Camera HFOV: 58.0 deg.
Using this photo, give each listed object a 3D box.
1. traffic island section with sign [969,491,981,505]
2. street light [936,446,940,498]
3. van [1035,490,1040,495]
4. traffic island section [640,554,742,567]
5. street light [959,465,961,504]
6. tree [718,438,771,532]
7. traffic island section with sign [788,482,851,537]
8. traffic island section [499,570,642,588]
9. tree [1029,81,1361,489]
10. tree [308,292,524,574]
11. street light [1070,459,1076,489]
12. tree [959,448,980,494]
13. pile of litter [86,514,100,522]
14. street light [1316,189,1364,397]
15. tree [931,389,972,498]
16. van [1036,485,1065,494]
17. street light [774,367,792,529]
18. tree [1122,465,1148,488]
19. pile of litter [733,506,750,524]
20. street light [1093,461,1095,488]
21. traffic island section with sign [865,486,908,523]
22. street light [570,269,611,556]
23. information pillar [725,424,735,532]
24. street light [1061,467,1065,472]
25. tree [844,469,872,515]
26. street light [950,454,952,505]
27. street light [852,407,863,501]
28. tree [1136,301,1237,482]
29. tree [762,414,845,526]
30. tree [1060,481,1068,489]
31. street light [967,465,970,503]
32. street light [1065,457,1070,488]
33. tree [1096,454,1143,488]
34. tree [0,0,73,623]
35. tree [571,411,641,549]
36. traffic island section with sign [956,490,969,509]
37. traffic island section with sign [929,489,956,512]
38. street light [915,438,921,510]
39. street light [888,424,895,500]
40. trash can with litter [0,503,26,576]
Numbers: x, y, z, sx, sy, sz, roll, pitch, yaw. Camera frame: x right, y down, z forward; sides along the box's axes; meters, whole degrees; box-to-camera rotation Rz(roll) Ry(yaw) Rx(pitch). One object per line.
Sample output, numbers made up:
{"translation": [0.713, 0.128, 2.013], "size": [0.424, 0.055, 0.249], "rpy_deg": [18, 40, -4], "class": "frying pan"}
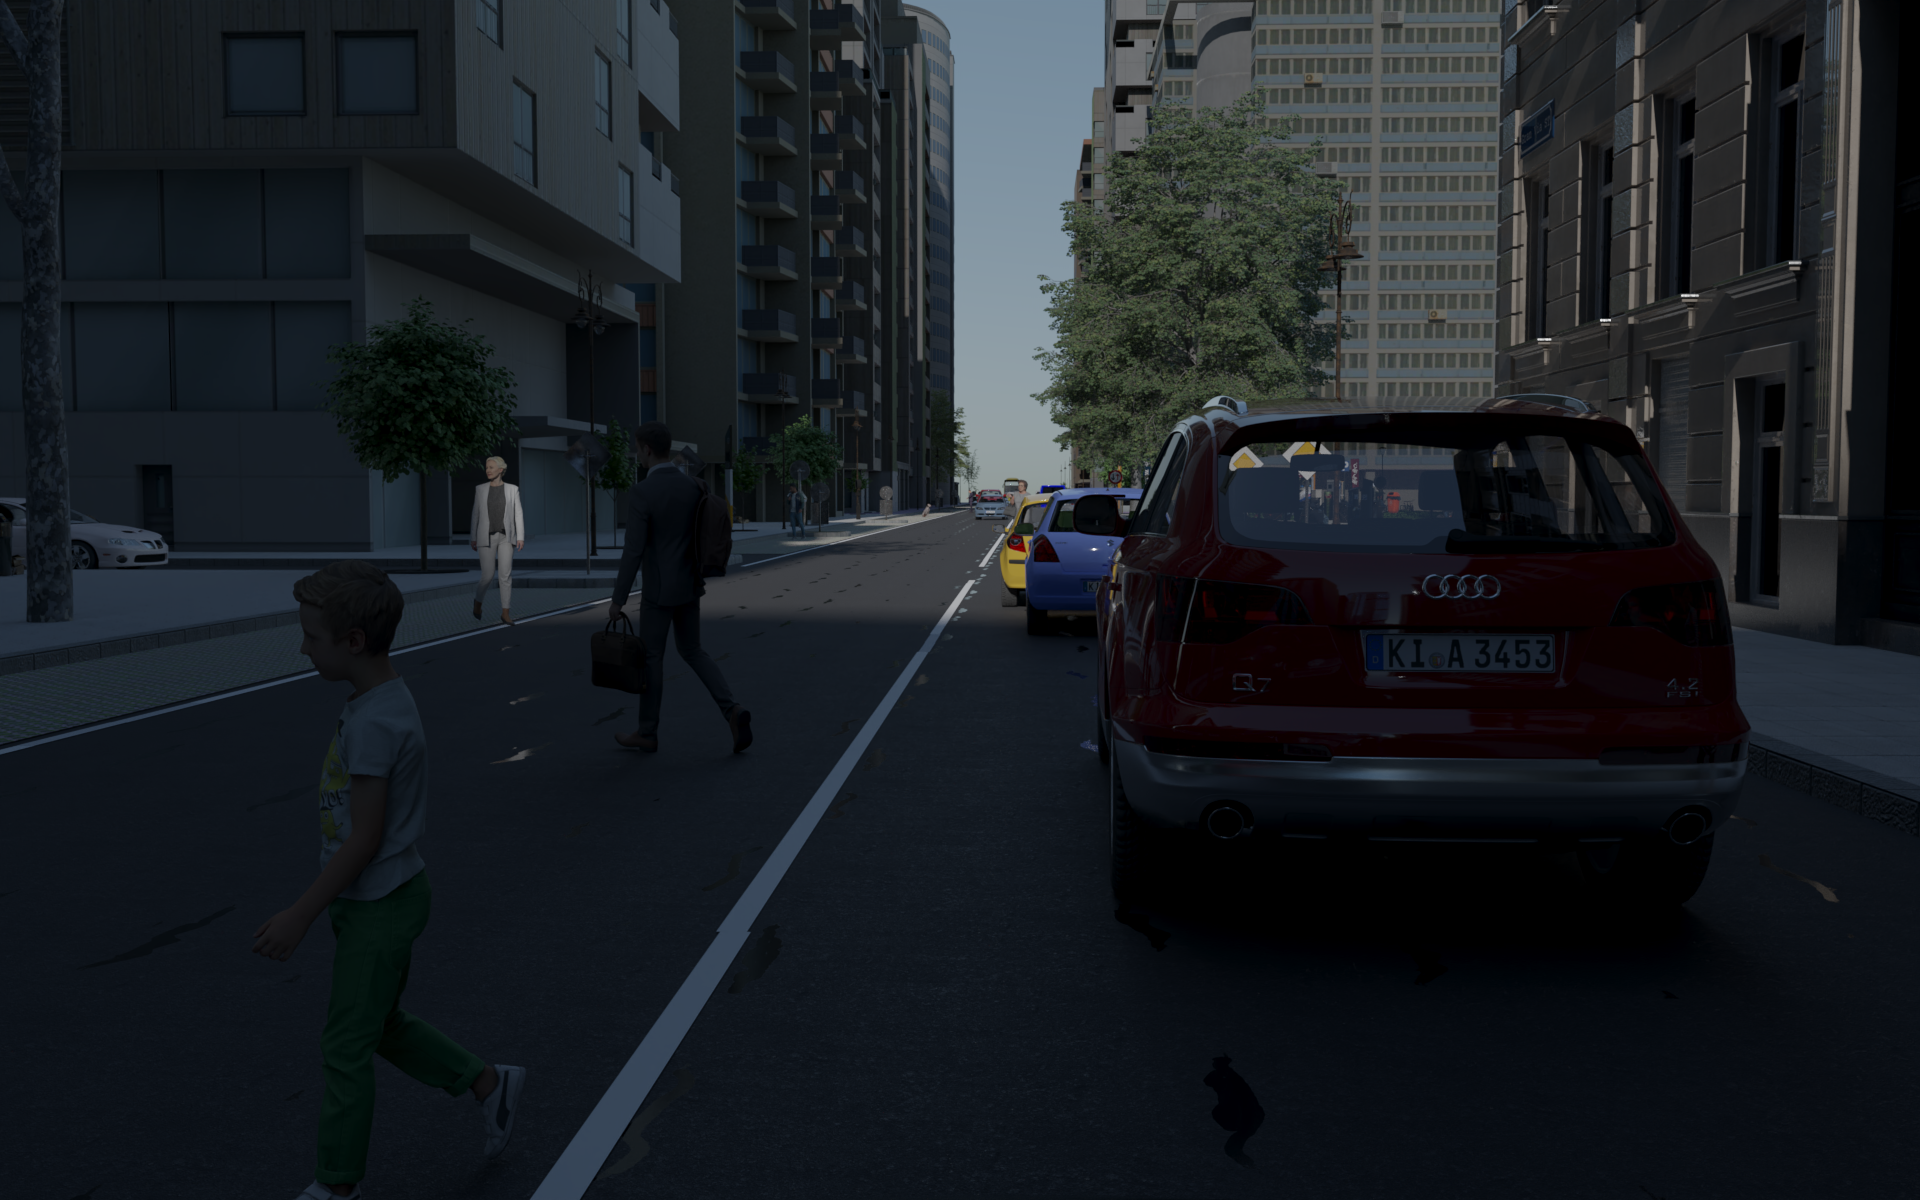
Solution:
{"translation": [1.818, -12.782, 217.617], "size": [1.989, 1.847, 2.006], "rpy_deg": [0, 4, 2], "class": "traffic island section with sign"}
{"translation": [-2.167, -11.885, 167.109], "size": [0.468, 5.910, 1.993], "rpy_deg": [0, 4, 2], "class": "street light"}
{"translation": [8.784, -10.912, 185.422], "size": [2.013, 2.044, 4.112], "rpy_deg": [0, 4, 4], "class": "van"}
{"translation": [-5.618, -0.814, 35.585], "size": [2.009, 0.180, 2.903], "rpy_deg": [0, 4, 2], "class": "traffic island section"}
{"translation": [0.030, -15.288, 222.747], "size": [0.468, 5.910, 1.993], "rpy_deg": [0, 4, 2], "class": "street light"}
{"translation": [-7.546, -3.983, 59.723], "size": [1.663, 3.219, 1.824], "rpy_deg": [0, 3, 0], "class": "tree"}
{"translation": [-4.703, -3.036, 58.259], "size": [1.989, 1.847, 2.006], "rpy_deg": [0, 4, 2], "class": "traffic island section with sign"}
{"translation": [-5.944, -0.326, 27.607], "size": [2.009, 0.180, 2.903], "rpy_deg": [0, 4, 2], "class": "traffic island section"}
{"translation": [7.500, -8.993, 53.696], "size": [9.857, 13.997, 8.962], "rpy_deg": [0, 3, 0], "class": "tree"}
{"translation": [-8.890, -2.728, 28.311], "size": [4.285, 4.588, 4.351], "rpy_deg": [0, 3, 0], "class": "tree"}
{"translation": [12.306, -13.017, 185.623], "size": [0.468, 5.910, 1.993], "rpy_deg": [0, 4, 2], "class": "street light"}
{"translation": [1.471, -19.379, 267.203], "size": [4.360, 8.622, 3.978], "rpy_deg": [0, 3, 0], "class": "tree"}
{"translation": [-18.199, -1.345, 35.958], "size": [1.719, 0.858, 1.176], "rpy_deg": [0, 4, 0], "class": "pile of litter"}
{"translation": [5.815, -3.294, 26.645], "size": [0.468, 5.910, 1.993], "rpy_deg": [0, 4, 2], "class": "street light"}
{"translation": [-2.480, -16.448, 187.057], "size": [7.486, 12.596, 7.792], "rpy_deg": [0, 3, 0], "class": "tree"}
{"translation": [6.404, -7.064, 119.886], "size": [2.240, 2.365, 5.245], "rpy_deg": [0, 4, 2], "class": "van"}
{"translation": [-6.409, -5.512, 62.904], "size": [0.468, 5.910, 1.993], "rpy_deg": [0, 4, 2], "class": "street light"}
{"translation": [9.796, -6.323, 97.979], "size": [1.663, 3.219, 1.824], "rpy_deg": [0, 3, 0], "class": "tree"}
{"translation": [-9.791, -3.791, 75.956], "size": [1.176, 0.858, 1.719], "rpy_deg": [0, 4, 4], "class": "pile of litter"}
{"translation": [10.091, -9.647, 130.519], "size": [0.468, 5.910, 1.993], "rpy_deg": [0, 4, 2], "class": "street light"}
{"translation": [-3.584, -4.683, 85.191], "size": [1.989, 1.847, 2.006], "rpy_deg": [0, 4, 2], "class": "traffic island section with sign"}
{"translation": [-7.601, -3.852, 35.776], "size": [0.468, 5.910, 1.993], "rpy_deg": [0, 4, 2], "class": "street light"}
{"translation": [-7.779, -4.096, 58.328], "size": [0.183, 3.616, 0.504], "rpy_deg": [-2, 4, -28], "class": "information pillar"}
{"translation": [14.654, -16.440, 241.586], "size": [0.468, 5.910, 1.993], "rpy_deg": [0, 4, 2], "class": "street light"}
{"translation": [-6.566, -6.980, 108.729], "size": [1.663, 3.219, 1.824], "rpy_deg": [0, 3, 0], "class": "tree"}
{"translation": [-1.044, -13.629, 195.614], "size": [0.468, 5.910, 1.993], "rpy_deg": [0, 4, 2], "class": "street light"}
{"translation": [-5.362, -7.199, 90.499], "size": [0.468, 5.910, 1.993], "rpy_deg": [0, 4, 2], "class": "street light"}
{"translation": [8.317, -6.962, 64.188], "size": [4.360, 8.622, 3.978], "rpy_deg": [0, 3, 0], "class": "tree"}
{"translation": [-6.372, -5.322, 70.729], "size": [4.285, 4.588, 4.351], "rpy_deg": [0, 3, 0], "class": "tree"}
{"translation": [15.843, -16.594, 265.915], "size": [1.663, 3.219, 1.824], "rpy_deg": [0, 3, 0], "class": "tree"}
{"translation": [1.274, -16.964, 250.155], "size": [0.468, 5.910, 1.993], "rpy_deg": [0, 4, 2], "class": "street light"}
{"translation": [13.555, -14.759, 214.090], "size": [0.468, 5.910, 1.993], "rpy_deg": [0, 4, 2], "class": "street light"}
{"translation": [10.484, -7.784, 110.978], "size": [4.285, 4.588, 4.351], "rpy_deg": [0, 3, 0], "class": "tree"}
{"translation": [-10.189, -9.912, 17.954], "size": [12.611, 20.169, 13.585], "rpy_deg": [0, 3, 0], "class": "tree"}
{"translation": [-8.047, -2.821, 40.721], "size": [1.663, 3.219, 1.824], "rpy_deg": [0, 3, 0], "class": "tree"}
{"translation": [-0.439, -9.411, 162.496], "size": [1.989, 1.847, 2.006], "rpy_deg": [0, 4, 2], "class": "traffic island section with sign"}
{"translation": [-1.556, -7.719, 134.826], "size": [1.989, 1.847, 2.006], "rpy_deg": [0, 4, 2], "class": "traffic island section with sign"}
{"translation": [-3.414, -10.219, 139.873], "size": [0.468, 5.910, 1.993], "rpy_deg": [0, 4, 2], "class": "street light"}
{"translation": [-4.484, -8.545, 112.497], "size": [0.468, 5.910, 1.993], "rpy_deg": [0, 4, 2], "class": "street light"}
{"translation": [-15.139, -0.968, 27.221], "size": [0.624, 1.170, 1.055], "rpy_deg": [-1, 4, -10], "class": "trash can with litter"}
